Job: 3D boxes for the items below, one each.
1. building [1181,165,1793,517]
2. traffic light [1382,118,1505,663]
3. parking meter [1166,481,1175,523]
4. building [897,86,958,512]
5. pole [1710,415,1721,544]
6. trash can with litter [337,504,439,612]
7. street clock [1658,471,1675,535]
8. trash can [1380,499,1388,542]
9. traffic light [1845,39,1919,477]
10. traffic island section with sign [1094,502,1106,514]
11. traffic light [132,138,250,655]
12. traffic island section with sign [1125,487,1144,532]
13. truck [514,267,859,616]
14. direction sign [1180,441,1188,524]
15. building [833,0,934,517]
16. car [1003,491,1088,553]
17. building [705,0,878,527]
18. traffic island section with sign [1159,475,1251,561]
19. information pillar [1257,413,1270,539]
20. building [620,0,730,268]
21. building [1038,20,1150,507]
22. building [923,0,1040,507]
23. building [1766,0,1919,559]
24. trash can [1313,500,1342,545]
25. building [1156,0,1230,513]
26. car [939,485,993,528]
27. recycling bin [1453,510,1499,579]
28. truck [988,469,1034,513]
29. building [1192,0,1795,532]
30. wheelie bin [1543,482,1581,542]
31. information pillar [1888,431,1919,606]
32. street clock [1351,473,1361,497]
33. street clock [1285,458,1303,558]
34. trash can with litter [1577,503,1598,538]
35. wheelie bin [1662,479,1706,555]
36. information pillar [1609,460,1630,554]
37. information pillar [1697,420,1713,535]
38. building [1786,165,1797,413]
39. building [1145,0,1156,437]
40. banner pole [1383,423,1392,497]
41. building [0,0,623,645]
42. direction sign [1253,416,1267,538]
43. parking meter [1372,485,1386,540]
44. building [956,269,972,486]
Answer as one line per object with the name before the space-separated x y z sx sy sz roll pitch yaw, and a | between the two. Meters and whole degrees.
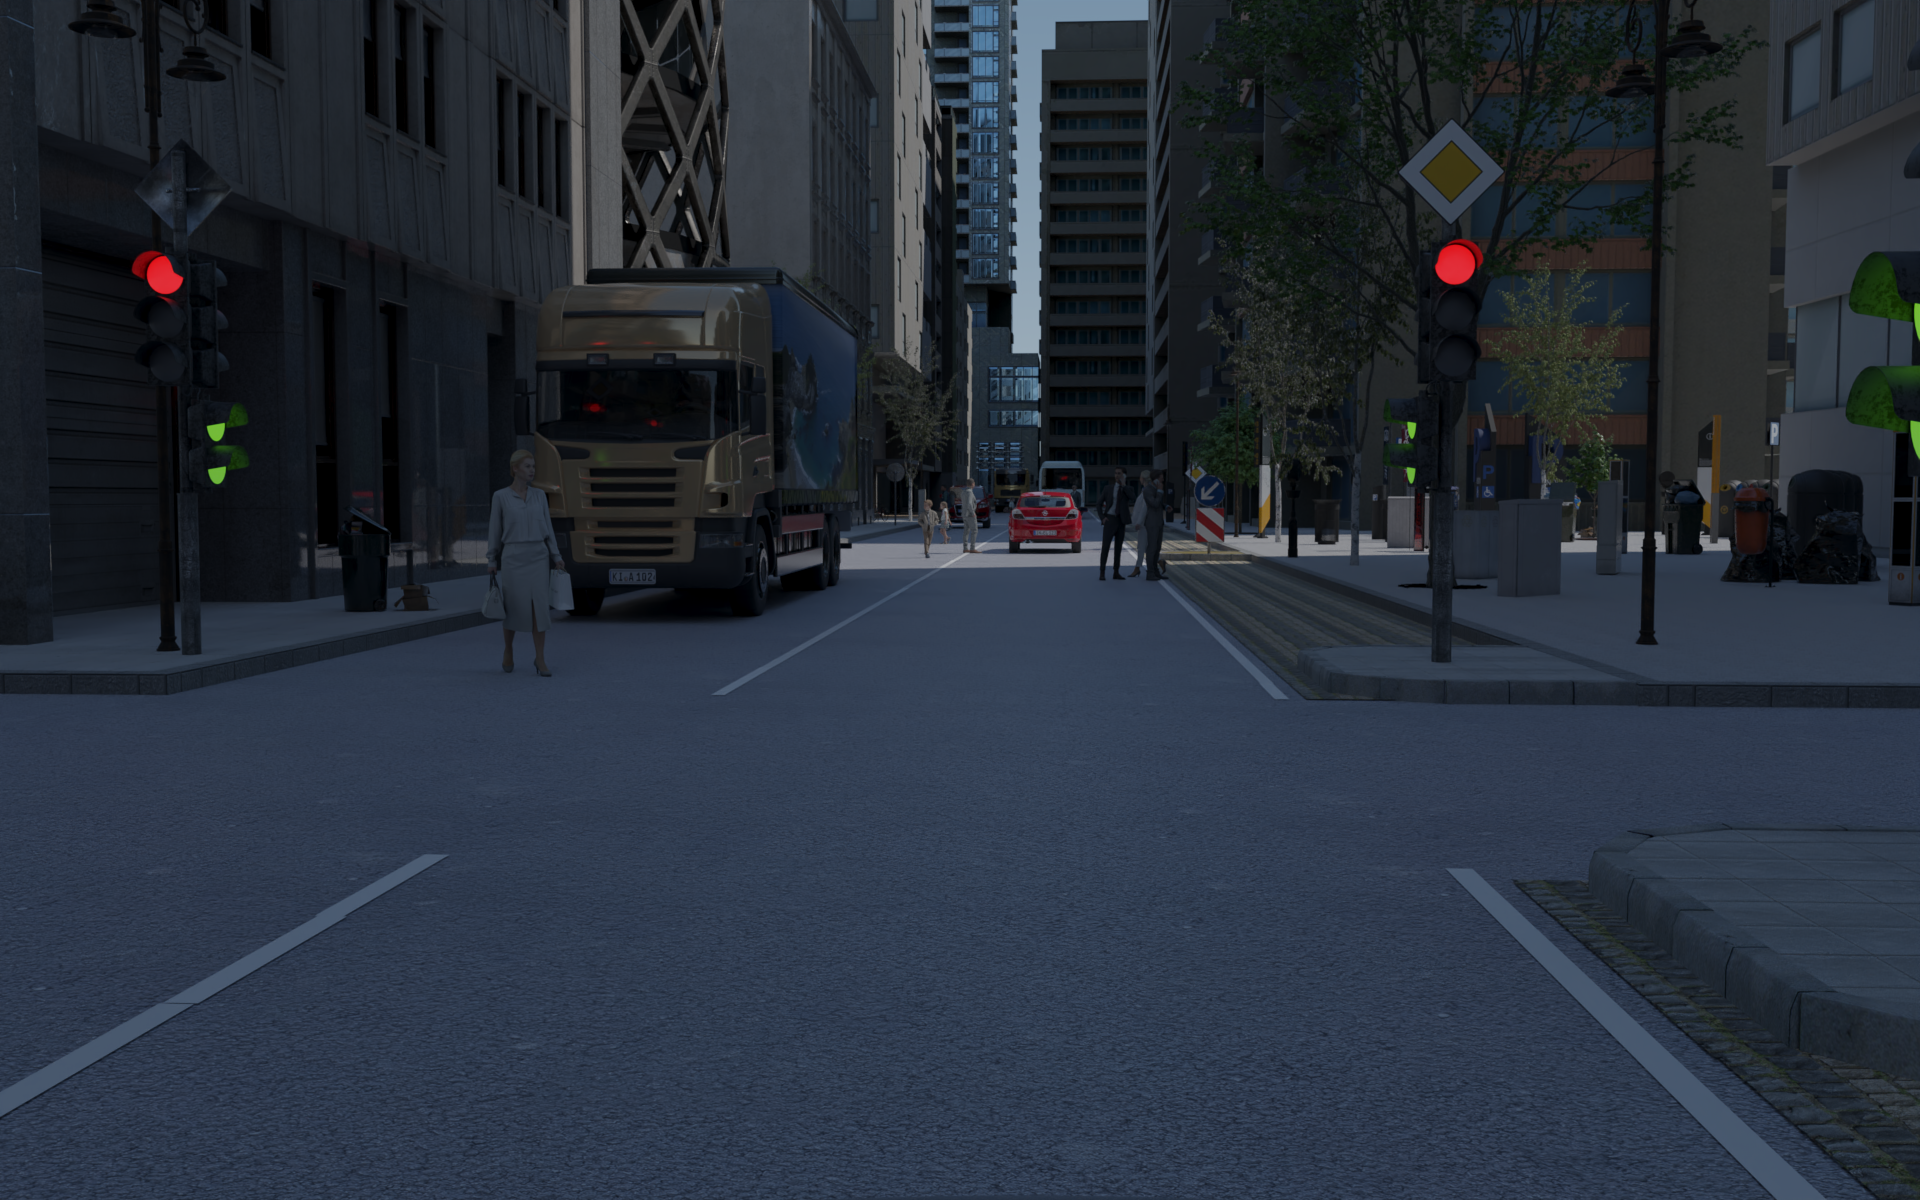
building | 29.556 -24.969 100.129 32.217 40.220 23.993 0 4 4
traffic light | 3.662 -1.481 13.129 0.839 4.253 0.868 0 4 4
parking meter | 9.491 -4.430 78.148 0.399 1.863 0.255 0 4 4
building | -7.673 -21.523 123.601 14.160 30.474 14.107 0 4 4
pole | 19.531 -3.115 44.774 0.158 3.312 0.155 0 3 0
trash can with litter | -6.301 -0.470 19.079 1.055 1.170 0.624 -1 4 -18
street clock | 22.178 -3.048 54.413 0.471 2.002 0.358 1 4 12
trash can | 11.972 -2.208 47.752 0.748 1.137 0.748 0 3 0
traffic light | 3.152 -0.993 5.160 0.839 4.253 0.868 0 4 4
traffic island section with sign | 11.973 -8.170 142.210 1.989 1.847 2.006 0 4 4
traffic light | -6.131 -1.518 13.737 0.839 4.253 0.868 0 4 4
traffic island section with sign | 7.040 -3.463 65.251 1.989 1.847 2.006 0 4 4
truck | -3.276 -2.132 23.770 2.839 4.237 11.283 0 4 3
direction sign | 9.682 -5.052 74.600 0.379 3.537 0.876 1 4 20
building | -15.926 -31.401 102.643 28.713 52.752 27.495 0 4 4
car | 2.151 -2.110 43.535 2.155 1.783 4.494 0 4 3
building | -8.998 -13.307 66.718 9.793 20.994 18.267 0 4 4
traffic island section with sign | 5.279 -1.784 37.789 1.989 1.847 2.006 0 4 4
information pillar | 8.809 -3.591 50.072 0.183 3.616 0.504 3 5 39
building | -14.507 -10.750 43.210 16.820 18.784 16.811 0 4 4
building | 19.186 -34.131 181.739 21.600 48.544 21.300 0 4 4
building | -6.999 -53.245 183.223 31.000 86.520 22.319 0 4 4
building | 30.156 -26.570 23.666 27.495 52.752 28.713 0 4 4
trash can | 9.328 -1.980 44.030 0.748 1.137 0.748 0 3 0
building | 25.089 -30.564 123.418 21.300 48.544 21.600 0 4 4
car | 0.284 -3.988 73.871 2.281 1.827 5.304 0 4 2
recycling bin | 7.746 -0.850 26.457 0.722 1.027 0.722 3 5 44
truck | 4.025 -8.432 133.783 3.469 3.379 9.791 0 4 3
building | 21.553 -25.532 72.068 22.147 44.769 28.867 0 4 4
wheelie bin | 16.061 -2.342 46.202 0.980 1.594 0.693 2 4 29
information pillar | 10.917 -0.941 19.882 0.304 2.012 0.304 -2 4 -26
street clock | 12.693 -3.119 55.566 0.358 2.002 0.471 2 4 25
street clock | 6.737 -1.861 35.000 0.358 2.002 0.471 1 4 17
trash can with litter | 18.585 -2.406 50.720 0.624 1.170 1.055 -2 4 -34
wheelie bin | 15.380 -1.769 36.828 0.693 1.594 0.980 -1 4 -13
information pillar | 14.112 -1.995 37.115 0.304 2.012 0.304 -3 5 -40
information pillar | 23.164 -3.817 53.768 0.504 3.616 0.183 1 4 10
building | 75.125 -34.248 179.559 30.456 49.044 23.786 0 4 4
building | 29.930 -34.146 147.532 28.713 52.752 27.495 0 4 4
banner pole | 13.892 -4.053 56.279 0.401 3.779 0.863 0 4 -6
building | -13.275 -12.612 24.232 12.078 24.808 19.932 0 4 4
direction sign | 8.827 -3.606 50.963 0.379 3.537 0.876 -1 4 -12
parking meter | 11.800 -2.470 48.800 0.372 1.533 0.369 0 3 0
building | -14.162 -18.721 151.120 28.899 21.520 27.650 0 4 4
